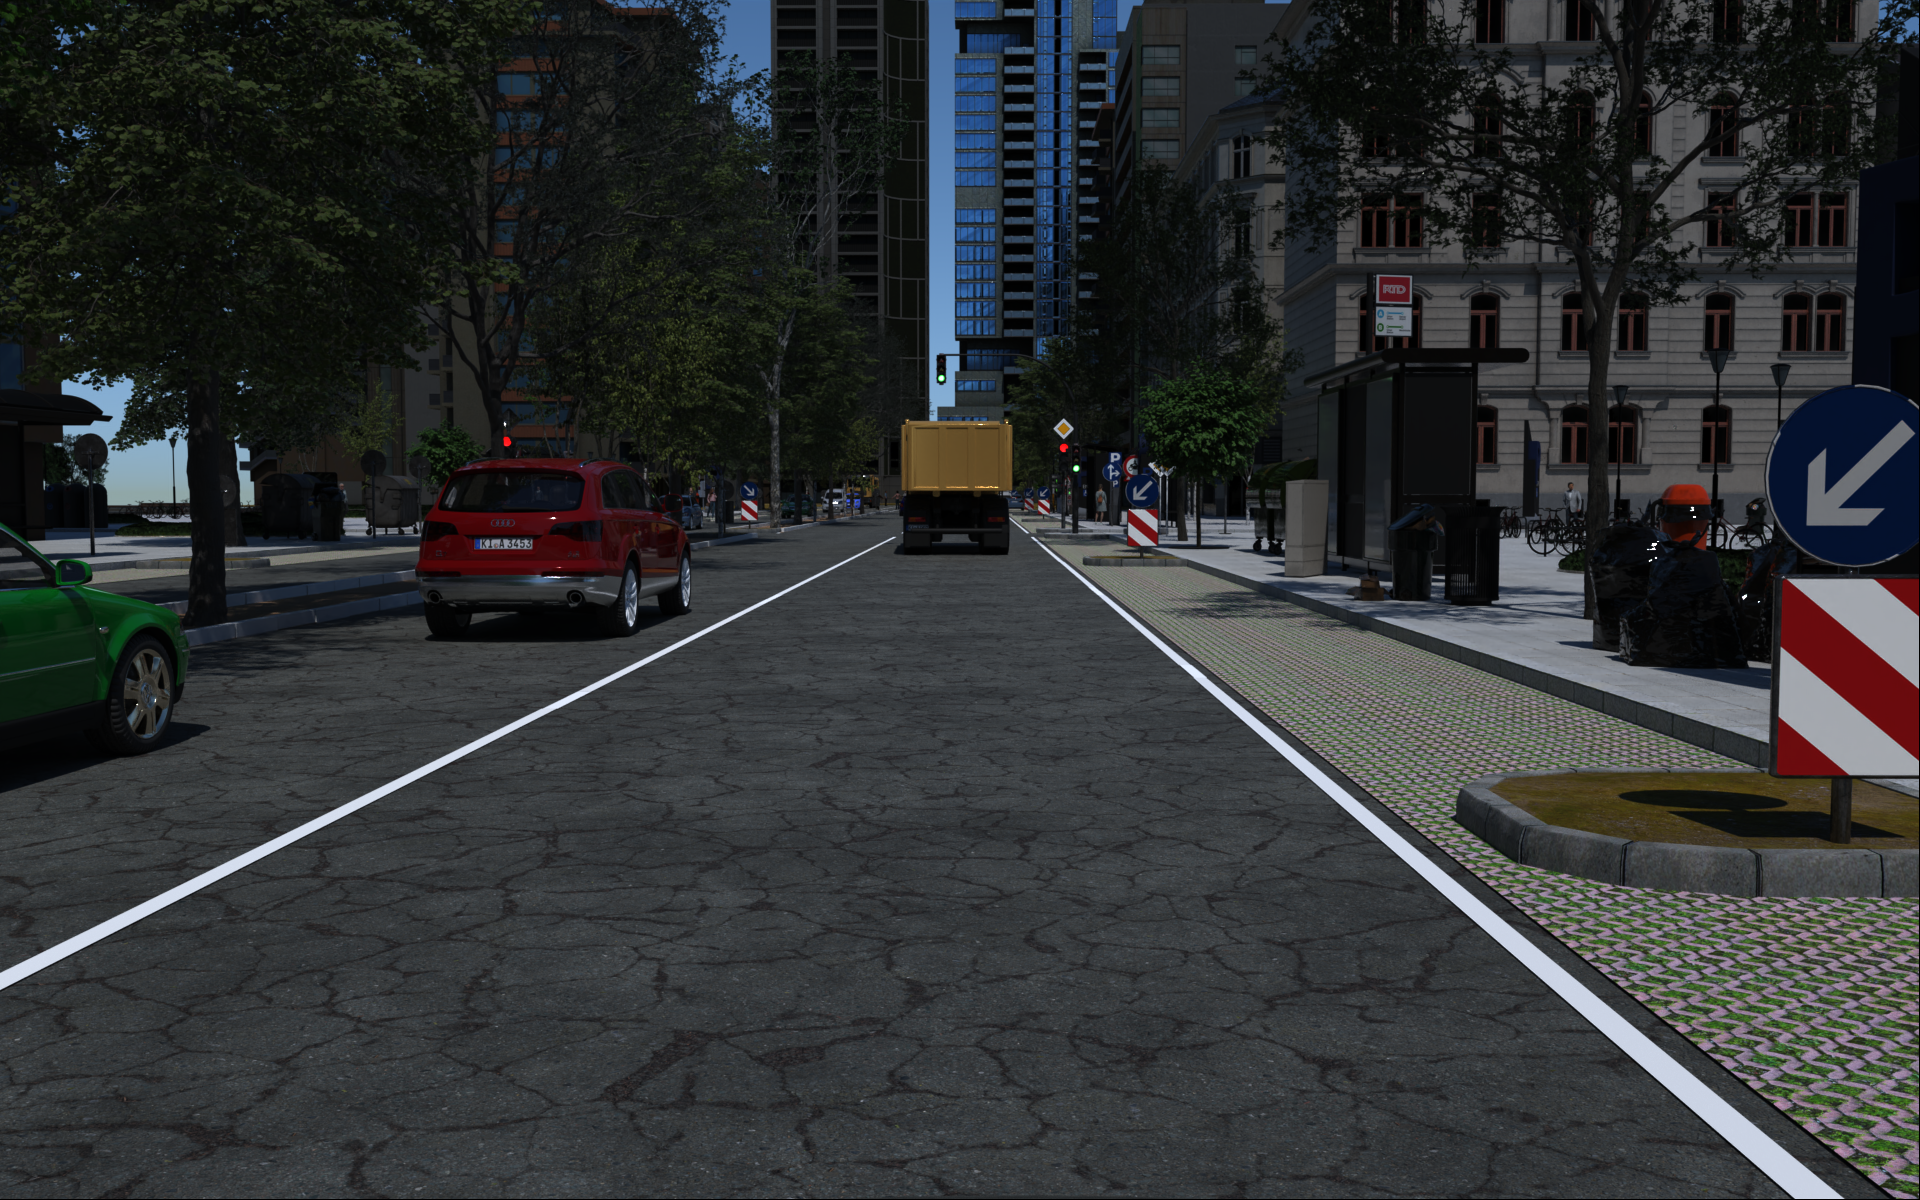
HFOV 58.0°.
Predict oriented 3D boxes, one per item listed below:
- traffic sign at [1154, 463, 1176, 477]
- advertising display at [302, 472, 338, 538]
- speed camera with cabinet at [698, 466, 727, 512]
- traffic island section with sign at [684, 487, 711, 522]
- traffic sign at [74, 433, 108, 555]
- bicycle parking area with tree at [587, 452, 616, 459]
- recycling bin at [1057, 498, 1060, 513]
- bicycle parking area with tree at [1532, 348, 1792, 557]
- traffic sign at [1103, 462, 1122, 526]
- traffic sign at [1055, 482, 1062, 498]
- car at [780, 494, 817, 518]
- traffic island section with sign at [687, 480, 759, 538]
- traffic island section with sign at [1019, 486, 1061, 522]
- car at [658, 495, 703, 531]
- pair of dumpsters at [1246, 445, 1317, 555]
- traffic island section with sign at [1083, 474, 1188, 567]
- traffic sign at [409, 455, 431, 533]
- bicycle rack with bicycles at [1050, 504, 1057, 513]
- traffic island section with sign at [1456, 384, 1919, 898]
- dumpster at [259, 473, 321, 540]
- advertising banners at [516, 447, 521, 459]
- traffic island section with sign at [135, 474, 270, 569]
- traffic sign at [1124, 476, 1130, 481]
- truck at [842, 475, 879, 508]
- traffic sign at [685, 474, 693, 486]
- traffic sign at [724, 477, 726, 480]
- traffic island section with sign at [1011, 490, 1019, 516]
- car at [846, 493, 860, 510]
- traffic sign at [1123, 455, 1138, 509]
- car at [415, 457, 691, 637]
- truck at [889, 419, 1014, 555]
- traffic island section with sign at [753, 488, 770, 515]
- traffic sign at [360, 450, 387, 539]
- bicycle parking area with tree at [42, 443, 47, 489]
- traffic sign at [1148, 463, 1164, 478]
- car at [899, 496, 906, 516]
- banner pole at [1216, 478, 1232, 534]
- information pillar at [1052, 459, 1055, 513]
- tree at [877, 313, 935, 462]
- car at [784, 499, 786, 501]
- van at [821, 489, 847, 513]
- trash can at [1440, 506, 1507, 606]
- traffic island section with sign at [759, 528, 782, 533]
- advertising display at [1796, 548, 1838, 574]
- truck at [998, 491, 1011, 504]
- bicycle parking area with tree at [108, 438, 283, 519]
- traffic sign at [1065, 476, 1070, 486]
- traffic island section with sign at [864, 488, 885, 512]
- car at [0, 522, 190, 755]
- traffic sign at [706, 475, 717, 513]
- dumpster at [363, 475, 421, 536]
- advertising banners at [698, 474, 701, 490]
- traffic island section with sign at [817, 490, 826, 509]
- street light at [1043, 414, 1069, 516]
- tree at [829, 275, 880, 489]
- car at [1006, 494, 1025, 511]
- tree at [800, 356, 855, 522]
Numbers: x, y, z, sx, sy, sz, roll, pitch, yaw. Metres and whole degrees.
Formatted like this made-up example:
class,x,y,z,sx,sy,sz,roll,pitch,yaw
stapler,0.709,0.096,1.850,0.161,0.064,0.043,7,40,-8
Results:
class,x,y,z,sx,sy,sz,roll,pitch,yaw
traffic sign,6.329,-3.245,52.788,0.795,2.593,0.064,0,4,6
advertising display,-18.669,-2.773,50.547,0.974,1.923,0.123,-2,4,-28
speed camera with cabinet,-17.415,-7.797,121.809,2.038,3.252,0.660,-3,4,-38
traffic island section with sign,-13.957,-4.946,89.502,1.989,1.847,2.006,0,4,1
traffic sign,-18.220,-2.214,36.313,0.768,2.556,0.104,0,4,8
bicycle parking area with tree,-25.007,-8.159,120.398,9.016,4.147,8.231,1,4,19
recycling bin,6.925,-6.344,116.271,0.722,1.027,0.722,1,4,10
bicycle parking area with tree,16.406,-3.019,36.362,8.231,4.147,9.016,-3,5,-39
traffic sign,6.067,-4.214,69.012,0.768,2.556,0.104,0,4,5
traffic sign,7.305,-7.954,130.146,0.768,2.556,0.104,0,4,4
car,-9.605,-5.607,103.476,2.131,1.459,4.920,0,4,1
traffic island section with sign,-7.798,-2.966,56.626,2.006,1.907,1.989,0,4,1
traffic island section with sign,4.160,-4.905,88.828,1.989,1.847,2.006,0,4,1
car,-11.404,-3.516,69.481,2.014,1.417,4.499,0,4,0
pair of dumpsters,7.172,-2.094,36.737,1.574,2.255,4.437,0,4,1
traffic island section with sign,3.496,-1.606,34.887,1.989,1.847,2.006,0,4,1
traffic sign,-17.737,-3.472,56.868,0.768,2.556,0.104,0,4,8
bicycle rack with bicycles,7.284,-6.571,120.823,2.925,0.926,2.852,1,4,16
traffic island section with sign,3.149,0.097,7.050,1.989,1.847,2.006,0,4,1
dumpster,-19.004,-2.665,49.323,1.264,1.857,1.865,0,4,1
advertising banners,-17.700,-4.367,67.590,2.074,3.025,0.090,3,5,42
traffic island section with sign,-14.641,-1.537,33.765,1.989,1.847,2.006,0,4,1
traffic sign,7.216,-4.384,71.676,0.884,2.594,0.081,0,4,5
truck,-9.931,-11.043,176.471,3.469,3.379,9.791,0,4,2
traffic sign,-17.582,-6.882,112.623,0.768,2.556,0.104,0,4,4
traffic sign,-16.954,-7.519,123.038,0.768,2.556,0.104,0,4,5
traffic island section with sign,4.491,-6.554,115.781,1.989,1.847,2.006,0,4,1
car,-9.698,-8.967,156.196,1.945,1.707,3.694,0,4,2
traffic sign,5.668,-3.429,56.177,0.768,2.556,0.104,0,4,6
car,-4.282,-0.628,18.948,2.281,1.827,5.304,0,4,1
truck,-0.158,-2.975,44.565,3.469,3.379,9.791,0,4,-1
traffic island section with sign,-13.628,-6.617,116.814,1.989,1.847,2.006,0,4,1
traffic sign,-16.884,-3.043,49.860,0.768,2.556,0.104,0,4,4
bicycle parking area with tree,-46.123,-5.810,82.002,8.231,4.147,9.016,-2,4,-29
traffic sign,6.297,-3.336,54.274,0.795,2.593,0.064,0,4,1
car,-3.051,-6.170,113.465,1.945,1.354,3.894,0,4,1
banner pole,8.306,-3.995,55.332,0.863,3.779,0.401,-2,4,-28
information pillar,6.309,-7.659,116.577,0.183,3.616,0.504,1,4,10
tree,-7.124,-11.166,95.390,12.009,13.543,11.850,0,3,0
car,-11.043,-6.596,119.649,2.131,1.459,4.920,0,4,2
van,-9.688,-7.764,133.945,2.013,2.044,4.112,0,4,1
trash can,5.926,-0.513,20.037,0.748,1.137,0.748,0,3,0
traffic island section with sign,-7.697,-3.419,64.033,2.006,1.907,1.989,0,4,1
advertising display,6.001,-0.378,11.401,0.123,1.923,0.974,-2,4,-33
truck,0.854,-5.476,78.441,2.839,4.237,11.283,0,4,-1
bicycle parking area with tree,-40.173,-6.403,91.686,9.016,4.147,8.231,1,4,16
traffic sign,7.258,-7.154,116.964,0.884,2.594,0.081,0,4,7
traffic island section with sign,-6.788,-8.014,139.166,2.006,1.907,1.989,0,4,1
car,-5.405,0.037,8.187,1.959,1.807,4.718,0,4,2
traffic sign,-16.450,-7.002,114.584,0.768,2.556,0.104,0,4,7
dumpster,-17.774,-2.962,54.185,1.264,1.857,1.865,0,4,1
advertising banners,-17.805,-7.361,116.543,0.090,3.025,2.074,1,4,13
traffic island section with sign,-13.011,-9.638,166.209,1.989,1.847,2.006,0,4,1
street light,5.706,-7.865,101.133,1.470,5.913,1.316,0,4,1
tree,-7.581,-9.748,79.959,7.486,12.596,7.792,0,3,0
car,4.681,-8.426,149.762,2.014,1.417,4.499,0,4,1
tree,-7.295,-8.195,86.810,4.360,8.622,3.978,0,3,0
